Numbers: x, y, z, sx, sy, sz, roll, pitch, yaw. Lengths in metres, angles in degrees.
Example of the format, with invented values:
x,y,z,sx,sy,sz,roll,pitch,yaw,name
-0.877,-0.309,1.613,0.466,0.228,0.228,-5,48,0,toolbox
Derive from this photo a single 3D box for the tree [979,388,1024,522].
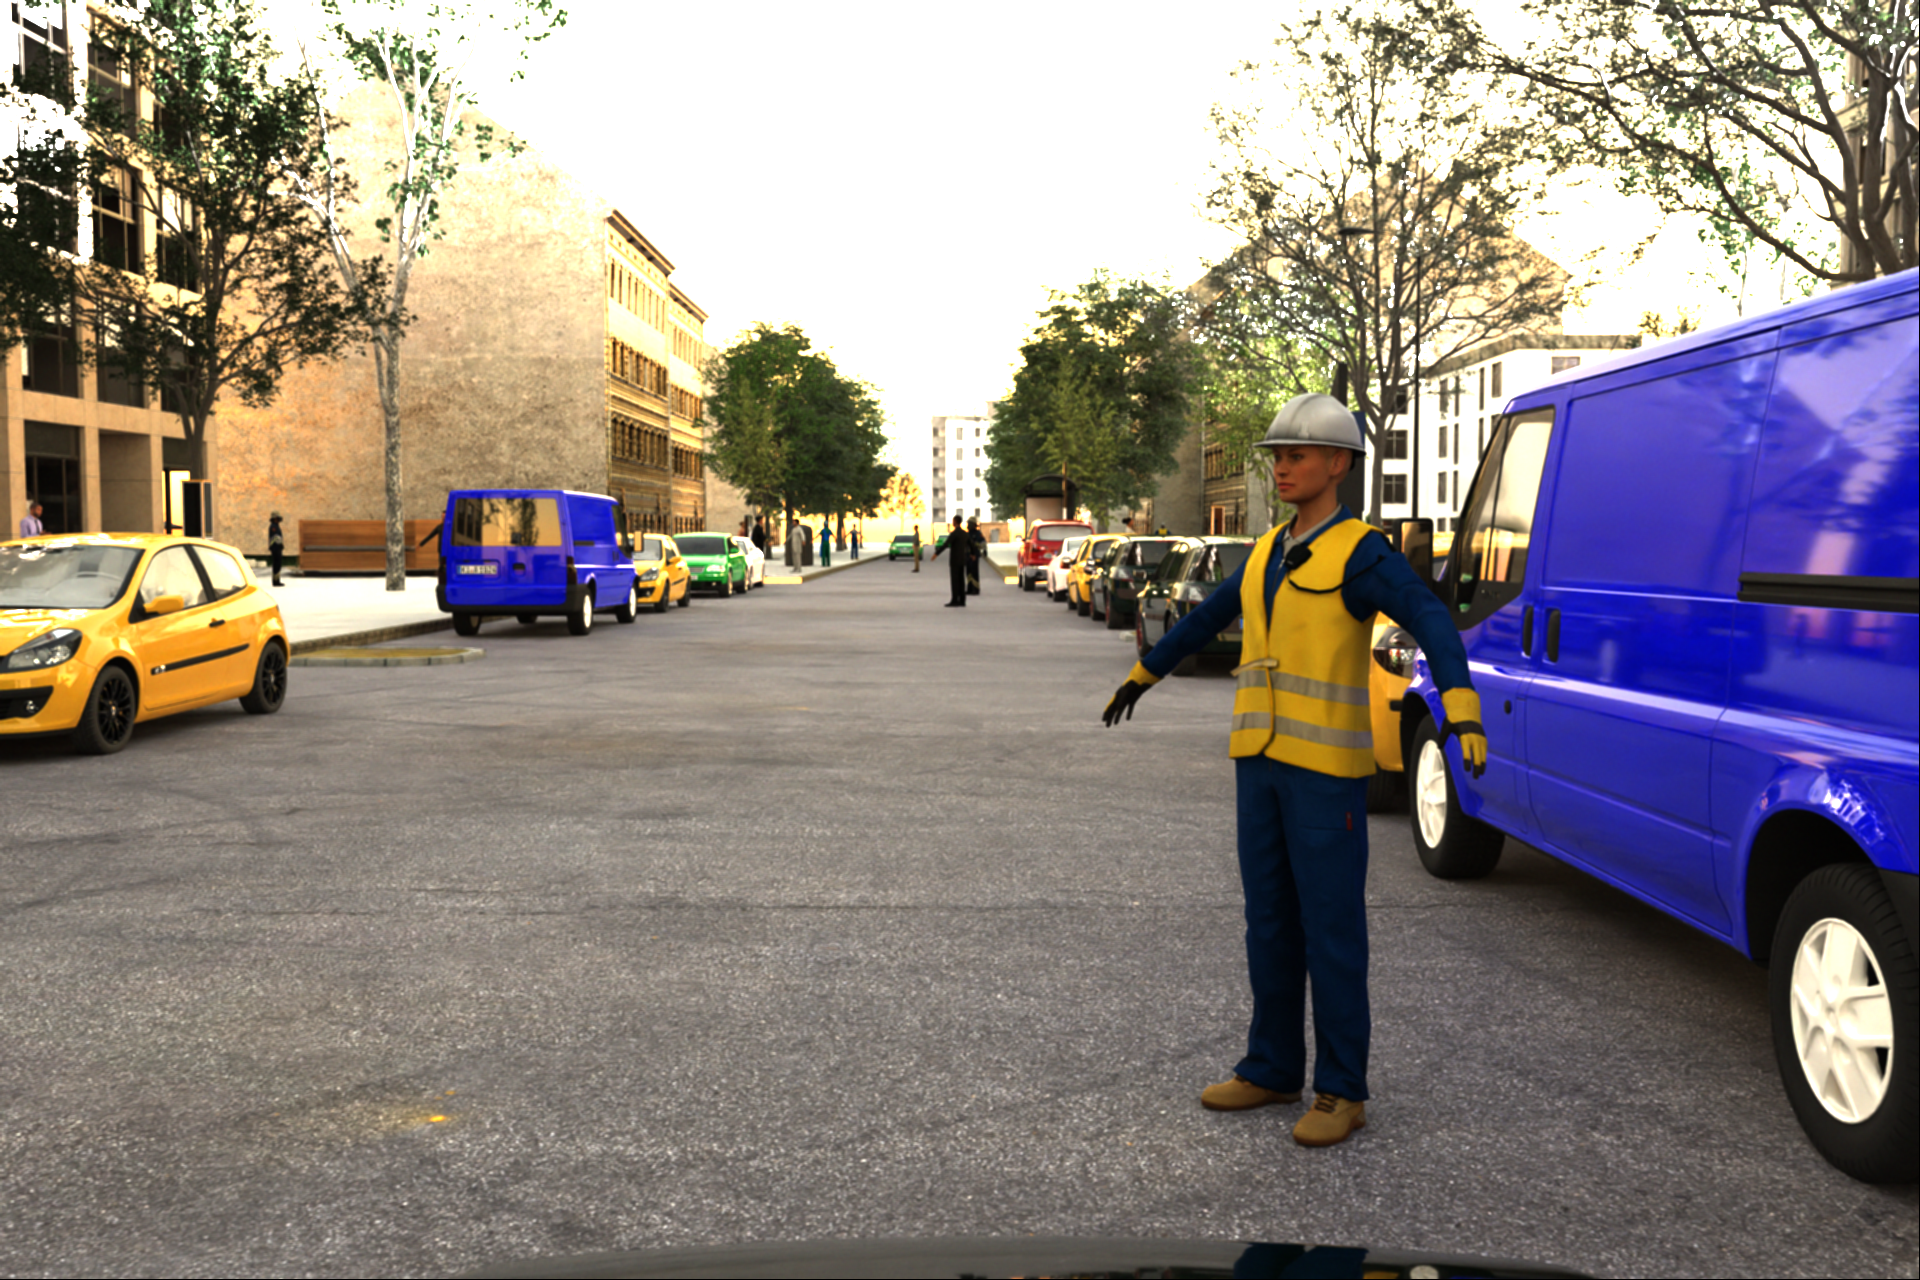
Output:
x,y,z,sx,sy,sz,roll,pitch,yaw,name
6.176,-14.480,143.395,9.857,13.997,8.962,0,3,0,tree

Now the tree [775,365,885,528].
x,y,z,sx,sy,sz,roll,pitch,yaw,name
-8.827,-12.068,115.440,7.486,12.596,7.792,0,3,0,tree

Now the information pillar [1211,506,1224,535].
x,y,z,sx,sy,sz,roll,pitch,yaw,name
6.804,-2.525,45.774,0.304,2.012,0.304,0,3,0,information pillar

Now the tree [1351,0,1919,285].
x,y,z,sx,sy,sz,roll,pitch,yaw,name
9.044,-6.488,16.455,12.009,13.543,11.850,0,3,0,tree

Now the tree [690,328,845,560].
x,y,z,sx,sy,sz,roll,pitch,yaw,name
-9.618,-9.852,86.832,9.928,11.665,9.643,0,3,0,tree

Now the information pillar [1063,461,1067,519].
x,y,z,sx,sy,sz,roll,pitch,yaw,name
3.356,-3.925,55.527,0.183,3.616,0.504,0,4,0,information pillar

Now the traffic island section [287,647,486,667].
x,y,z,sx,sy,sz,roll,pitch,yaw,name
-6.521,0.193,19.708,1.991,0.108,1.994,0,4,1,traffic island section

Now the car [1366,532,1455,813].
x,y,z,sx,sy,sz,roll,pitch,yaw,name
2.828,-0.007,10.331,2.015,1.641,3.980,0,4,0,car

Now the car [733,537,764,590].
x,y,z,sx,sy,sz,roll,pitch,yaw,name
-6.252,-2.039,45.698,2.083,1.381,4.827,0,4,0,car

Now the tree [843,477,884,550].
x,y,z,sx,sy,sz,roll,pitch,yaw,name
-9.607,-12.626,140.850,7.601,10.594,8.767,2,4,26,tree

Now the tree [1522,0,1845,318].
x,y,z,sx,sy,sz,roll,pitch,yaw,name
23.934,-12.075,53.316,12.611,20.169,13.585,0,3,0,tree

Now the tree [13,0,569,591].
x,y,z,sx,sy,sz,roll,pitch,yaw,name
-14.143,-11.223,39.394,12.611,20.169,13.585,0,3,0,tree

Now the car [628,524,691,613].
x,y,z,sx,sy,sz,roll,pitch,yaw,name
-6.186,-1.378,32.754,2.015,1.641,3.980,0,4,0,car

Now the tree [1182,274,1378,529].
x,y,z,sx,sy,sz,roll,pitch,yaw,name
12.539,-8.686,67.777,9.928,11.665,9.643,0,3,0,tree

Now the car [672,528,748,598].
x,y,z,sx,sy,sz,roll,pitch,yaw,name
-6.039,-1.933,40.405,1.959,1.807,4.718,0,4,0,car

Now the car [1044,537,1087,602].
x,y,z,sx,sy,sz,roll,pitch,yaw,name
2.903,-1.573,38.075,2.083,1.381,4.827,0,4,0,car

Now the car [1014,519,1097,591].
x,y,z,sx,sy,sz,roll,pitch,yaw,name
2.578,-2.218,44.945,2.281,1.827,5.304,0,4,0,car

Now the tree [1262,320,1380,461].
x,y,z,sx,sy,sz,roll,pitch,yaw,name
12.193,-6.567,57.739,4.737,8.622,4.395,0,3,0,tree

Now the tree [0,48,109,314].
x,y,z,sx,sy,sz,roll,pitch,yaw,name
-12.227,-5.046,16.912,8.767,10.594,7.601,3,5,44,tree

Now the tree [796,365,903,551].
x,y,z,sx,sy,sz,roll,pitch,yaw,name
-8.882,-13.594,128.909,9.857,13.997,8.962,0,3,0,tree

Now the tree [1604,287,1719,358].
x,y,z,sx,sy,sz,roll,pitch,yaw,name
27.349,-7.968,64.691,8.767,10.594,7.601,1,4,13,tree

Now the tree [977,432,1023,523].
x,y,z,sx,sy,sz,roll,pitch,yaw,name
6.413,-15.180,154.848,9.857,13.997,8.962,0,3,0,tree

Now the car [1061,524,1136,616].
x,y,z,sx,sy,sz,roll,pitch,yaw,name
2.887,-1.309,31.625,2.015,1.641,3.980,0,3,0,car

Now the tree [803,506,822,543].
x,y,z,sx,sy,sz,roll,pitch,yaw,name
-19.753,-17.911,243.205,4.360,8.622,3.978,0,3,0,tree

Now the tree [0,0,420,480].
x,y,z,sx,sy,sz,roll,pitch,yaw,name
-12.892,-5.754,28.491,8.767,10.594,7.601,1,4,13,tree

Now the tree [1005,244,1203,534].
x,y,z,sx,sy,sz,roll,pitch,yaw,name
6.367,-10.459,77.664,9.857,13.997,8.962,0,3,0,tree

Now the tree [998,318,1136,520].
x,y,z,sx,sy,sz,roll,pitch,yaw,name
5.576,-10.615,91.681,7.486,12.596,7.792,0,3,0,tree

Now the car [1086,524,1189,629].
x,y,z,sx,sy,sz,roll,pitch,yaw,name
3.043,-1.083,27.499,2.009,1.686,4.222,0,4,-1,car

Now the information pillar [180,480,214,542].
x,y,z,sx,sy,sz,roll,pitch,yaw,name
-10.377,-1.169,23.599,0.304,2.012,0.304,0,3,0,information pillar

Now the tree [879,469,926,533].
x,y,z,sx,sy,sz,roll,pitch,yaw,name
-8.120,-19.210,248.500,7.601,10.594,8.767,0,4,1,tree

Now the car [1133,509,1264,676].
x,y,z,sx,sy,sz,roll,pitch,yaw,name
2.946,-0.556,18.881,2.009,1.686,4.222,0,4,-1,car

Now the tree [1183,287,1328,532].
x,y,z,sx,sy,sz,roll,pitch,yaw,name
8.773,-6.080,49.770,4.737,8.622,4.395,0,3,0,tree

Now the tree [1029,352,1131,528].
x,y,z,sx,sy,sz,roll,pitch,yaw,name
4.748,-7.289,69.542,4.737,8.622,4.395,0,3,0,tree

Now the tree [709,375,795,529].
x,y,z,sx,sy,sz,roll,pitch,yaw,name
-9.348,-7.888,79.323,4.737,8.622,4.395,0,3,0,tree

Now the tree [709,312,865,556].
x,y,z,sx,sy,sz,roll,pitch,yaw,name
-9.694,-11.766,99.036,9.857,13.997,8.962,0,3,0,tree

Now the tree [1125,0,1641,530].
x,y,z,sx,sy,sz,roll,pitch,yaw,name
8.800,-7.705,36.347,12.009,13.543,11.850,0,3,0,tree

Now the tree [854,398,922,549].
x,y,z,sx,sy,sz,roll,pitch,yaw,name
-8.892,-14.867,153.437,12.009,13.543,11.850,0,3,0,tree

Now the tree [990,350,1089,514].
x,y,z,sx,sy,sz,roll,pitch,yaw,name
5.485,-11.383,104.234,7.486,12.596,7.792,0,3,0,tree

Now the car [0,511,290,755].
x,y,z,sx,sy,sz,roll,pitch,yaw,name
-6.335,-0.137,12.466,2.015,1.641,3.980,0,4,0,car

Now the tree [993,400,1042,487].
x,y,z,sx,sy,sz,roll,pitch,yaw,name
5.968,-11.637,116.013,9.928,11.665,9.643,0,3,0,tree
